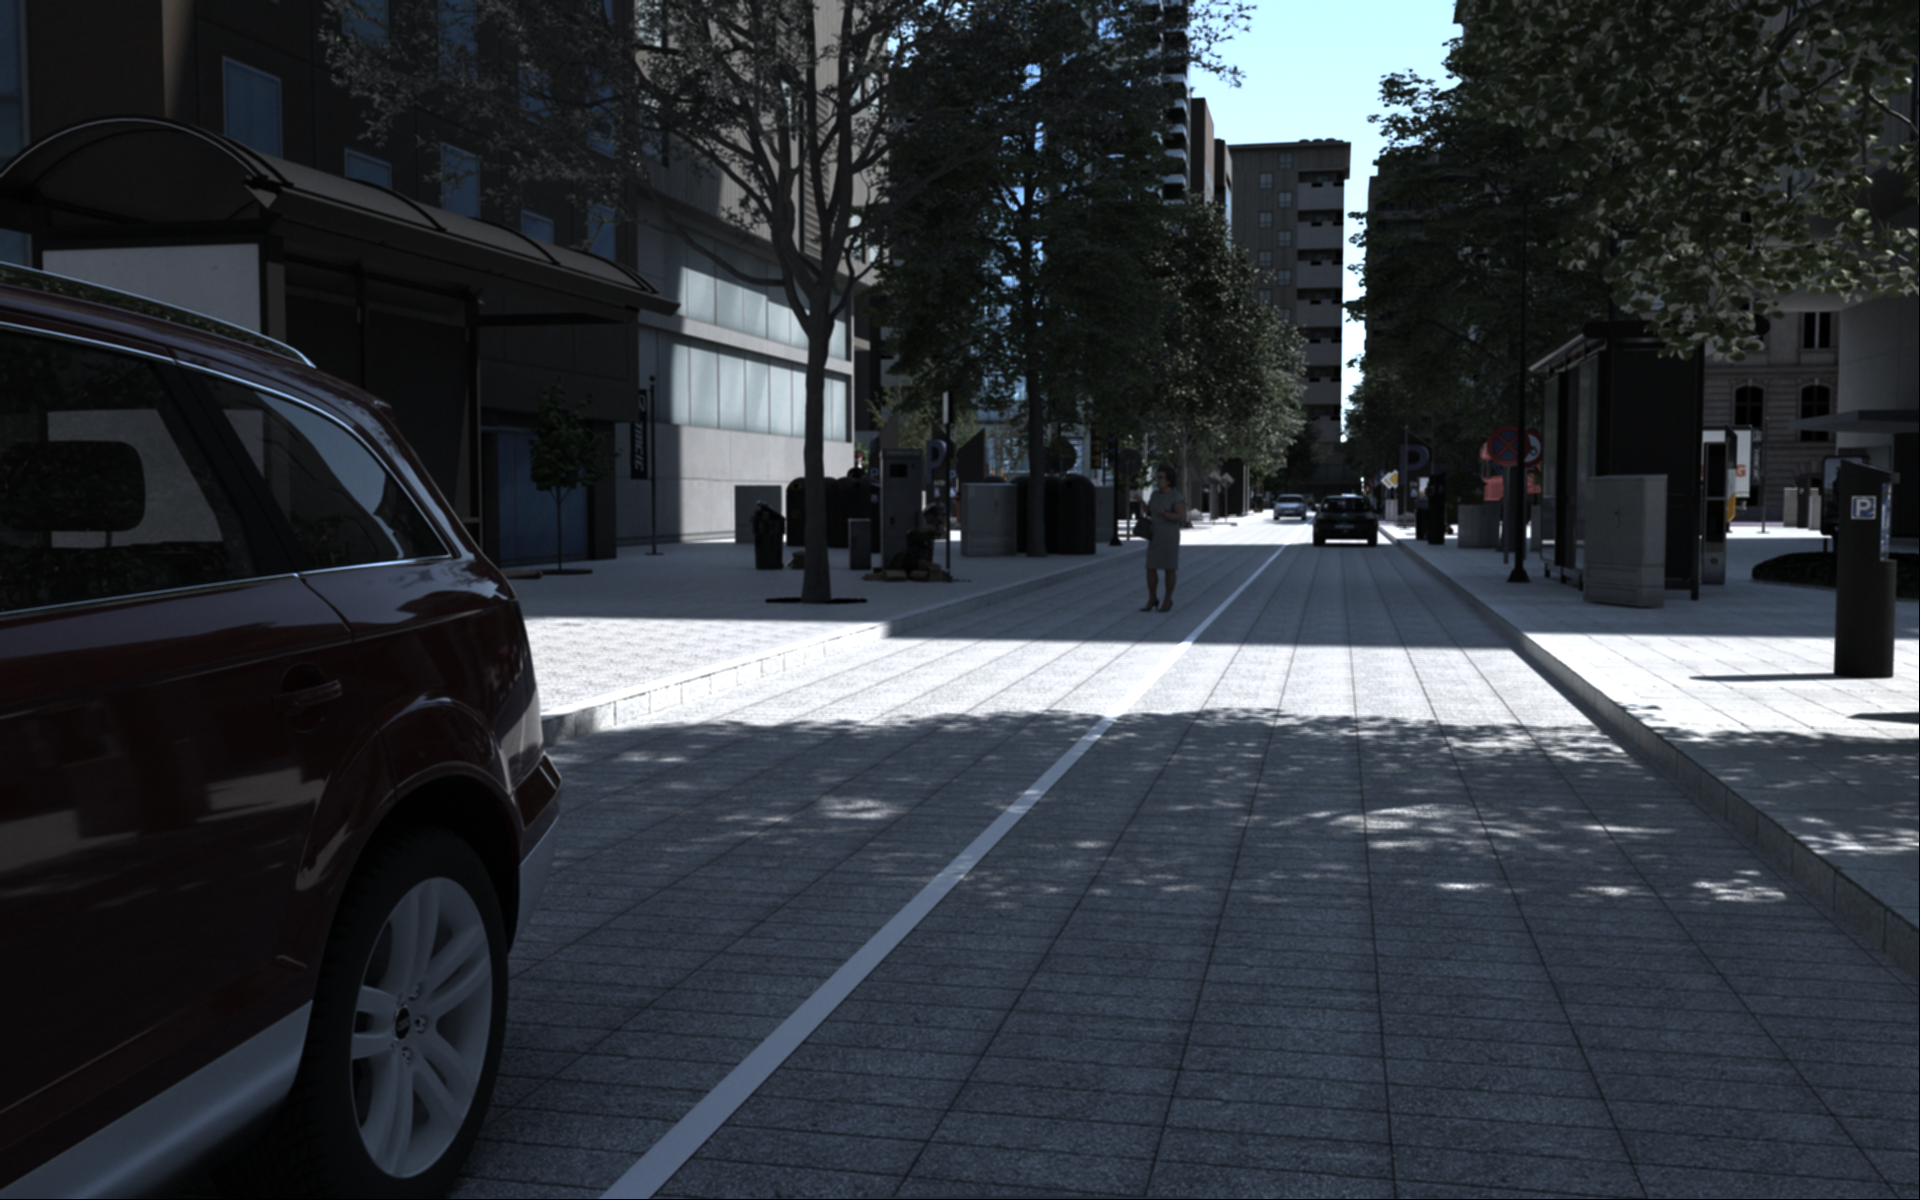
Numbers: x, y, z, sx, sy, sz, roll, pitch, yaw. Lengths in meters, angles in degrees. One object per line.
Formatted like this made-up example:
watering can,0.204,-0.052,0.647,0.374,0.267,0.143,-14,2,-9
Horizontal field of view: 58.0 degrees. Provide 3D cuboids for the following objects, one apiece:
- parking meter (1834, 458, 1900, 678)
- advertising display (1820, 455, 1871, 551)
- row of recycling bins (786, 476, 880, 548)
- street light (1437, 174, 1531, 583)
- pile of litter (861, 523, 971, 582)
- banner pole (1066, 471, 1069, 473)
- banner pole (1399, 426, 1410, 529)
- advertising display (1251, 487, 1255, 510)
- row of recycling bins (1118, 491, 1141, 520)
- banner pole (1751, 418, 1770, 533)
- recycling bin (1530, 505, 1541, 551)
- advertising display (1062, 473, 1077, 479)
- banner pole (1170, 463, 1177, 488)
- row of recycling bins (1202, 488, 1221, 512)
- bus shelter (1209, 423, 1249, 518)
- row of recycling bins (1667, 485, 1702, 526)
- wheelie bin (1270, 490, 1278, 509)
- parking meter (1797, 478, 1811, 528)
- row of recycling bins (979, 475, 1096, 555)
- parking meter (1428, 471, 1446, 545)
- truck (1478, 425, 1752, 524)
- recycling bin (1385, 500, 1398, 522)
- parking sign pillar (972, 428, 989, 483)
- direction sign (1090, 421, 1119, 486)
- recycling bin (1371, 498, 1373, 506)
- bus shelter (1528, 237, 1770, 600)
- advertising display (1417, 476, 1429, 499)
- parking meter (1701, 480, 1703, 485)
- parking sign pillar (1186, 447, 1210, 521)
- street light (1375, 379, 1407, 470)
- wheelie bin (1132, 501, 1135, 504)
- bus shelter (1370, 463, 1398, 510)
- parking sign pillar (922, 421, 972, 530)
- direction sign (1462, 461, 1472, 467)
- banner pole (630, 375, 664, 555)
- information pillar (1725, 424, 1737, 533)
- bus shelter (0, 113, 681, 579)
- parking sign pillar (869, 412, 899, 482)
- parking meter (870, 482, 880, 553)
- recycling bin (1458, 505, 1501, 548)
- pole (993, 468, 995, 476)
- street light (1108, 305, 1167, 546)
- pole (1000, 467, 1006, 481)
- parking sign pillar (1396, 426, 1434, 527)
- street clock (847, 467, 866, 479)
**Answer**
parking meter,6.380,-0.231,12.186,0.372,1.533,0.369,0,3,0
advertising display,14.670,-1.438,28.728,0.123,1.923,0.974,-1,4,-13
row of recycling bins,-3.009,-2.118,41.747,1.069,1.692,3.534,-3,4,-39
street light,7.610,-3.219,25.171,1.470,5.913,1.316,1,4,12
pile of litter,-0.671,-0.714,25.639,1.719,0.858,1.176,3,5,44
banner pole,6.206,-6.720,99.885,0.401,3.779,0.863,0,4,-8
banner pole,16.439,-4.520,63.920,0.401,3.779,0.863,1,4,13
advertising display,23.275,-8.099,137.637,0.123,1.923,0.974,0,4,-4
row of recycling bins,7.796,-4.839,86.222,3.534,1.692,1.069,1,4,19
banner pole,26.381,-4.105,57.131,0.401,3.779,0.863,-1,4,-17
recycling bin,13.315,-1.609,38.855,0.722,1.027,0.722,-2,4,-24
advertising display,3.265,-2.986,54.040,0.974,1.923,0.123,-3,4,-36
banner pole,10.013,-5.530,80.432,0.863,3.779,0.401,1,4,12
row of recycling bins,17.619,-7.029,122.039,1.069,1.692,3.534,-3,5,-45
bus shelter,15.228,-7.350,97.810,2.179,5.291,8.768,1,4,12
row of recycling bins,23.189,-3.099,57.786,1.069,1.692,3.534,-2,4,-32
wheelie bin,26.887,-8.592,148.395,0.693,1.594,0.980,0,4,3
parking meter,31.548,-3.612,64.772,0.255,1.863,0.399,-2,4,-24
row of recycling bins,1.644,-1.889,37.994,1.069,1.692,3.534,-3,5,-40
parking meter,12.140,-2.350,44.126,0.399,1.863,0.255,-2,4,-32
truck,26.936,-5.130,72.789,11.283,4.237,2.839,1,4,13
recycling bin,19.959,-4.092,79.456,0.722,1.027,0.722,2,4,28
parking sign pillar,0.555,-5.051,71.062,1.447,3.967,1.447,3,4,36
direction sign,4.494,-3.788,53.925,0.876,3.537,0.379,0,4,-2
recycling bin,29.376,-6.775,123.331,0.722,1.027,0.722,2,4,28
bus shelter,9.491,-2.896,24.984,2.179,5.291,8.768,1,4,12
advertising display,17.036,-3.519,62.742,0.974,1.923,0.123,-1,4,-8
parking meter,29.233,-3.834,68.394,0.399,1.863,0.255,2,4,31
parking sign pillar,10.814,-5.710,81.823,1.447,3.967,1.447,-3,5,-43
street light,17.458,-5.959,69.967,1.470,5.913,1.316,1,4,12
wheelie bin,15.432,-8.977,154.684,0.693,1.594,0.980,-2,4,-31
bus shelter,28.449,-7.446,115.659,2.014,3.302,5.546,1,4,12
parking sign pillar,-0.663,-4.480,61.722,1.447,3.967,1.447,-3,4,-37
direction sign,34.959,-7.804,119.594,0.379,3.537,0.876,-2,4,-33
banner pole,-6.624,-2.838,36.417,0.401,3.779,0.863,3,5,39
information pillar,25.508,-4.039,57.391,0.183,3.616,0.504,-1,4,-18
bus shelter,-3.894,-1.103,11.957,2.014,3.302,5.546,1,4,12
parking sign pillar,-2.461,-4.137,56.116,1.447,3.967,1.447,2,4,26
parking meter,-1.772,-1.787,37.629,0.372,1.533,0.369,0,3,0
recycling bin,12.424,-1.768,41.465,0.722,1.027,0.722,-2,4,-26
pole,2.654,-8.691,135.934,0.158,3.312,0.155,0,3,0
street light,4.394,-4.294,42.743,1.470,5.913,1.316,1,4,12
pole,3.195,-8.481,132.511,0.158,3.312,0.155,0,3,0
parking sign pillar,17.832,-4.852,67.801,1.447,3.967,1.447,1,4,23
street clock,-2.811,-2.597,47.026,0.471,2.002,0.358,-1,4,-22
